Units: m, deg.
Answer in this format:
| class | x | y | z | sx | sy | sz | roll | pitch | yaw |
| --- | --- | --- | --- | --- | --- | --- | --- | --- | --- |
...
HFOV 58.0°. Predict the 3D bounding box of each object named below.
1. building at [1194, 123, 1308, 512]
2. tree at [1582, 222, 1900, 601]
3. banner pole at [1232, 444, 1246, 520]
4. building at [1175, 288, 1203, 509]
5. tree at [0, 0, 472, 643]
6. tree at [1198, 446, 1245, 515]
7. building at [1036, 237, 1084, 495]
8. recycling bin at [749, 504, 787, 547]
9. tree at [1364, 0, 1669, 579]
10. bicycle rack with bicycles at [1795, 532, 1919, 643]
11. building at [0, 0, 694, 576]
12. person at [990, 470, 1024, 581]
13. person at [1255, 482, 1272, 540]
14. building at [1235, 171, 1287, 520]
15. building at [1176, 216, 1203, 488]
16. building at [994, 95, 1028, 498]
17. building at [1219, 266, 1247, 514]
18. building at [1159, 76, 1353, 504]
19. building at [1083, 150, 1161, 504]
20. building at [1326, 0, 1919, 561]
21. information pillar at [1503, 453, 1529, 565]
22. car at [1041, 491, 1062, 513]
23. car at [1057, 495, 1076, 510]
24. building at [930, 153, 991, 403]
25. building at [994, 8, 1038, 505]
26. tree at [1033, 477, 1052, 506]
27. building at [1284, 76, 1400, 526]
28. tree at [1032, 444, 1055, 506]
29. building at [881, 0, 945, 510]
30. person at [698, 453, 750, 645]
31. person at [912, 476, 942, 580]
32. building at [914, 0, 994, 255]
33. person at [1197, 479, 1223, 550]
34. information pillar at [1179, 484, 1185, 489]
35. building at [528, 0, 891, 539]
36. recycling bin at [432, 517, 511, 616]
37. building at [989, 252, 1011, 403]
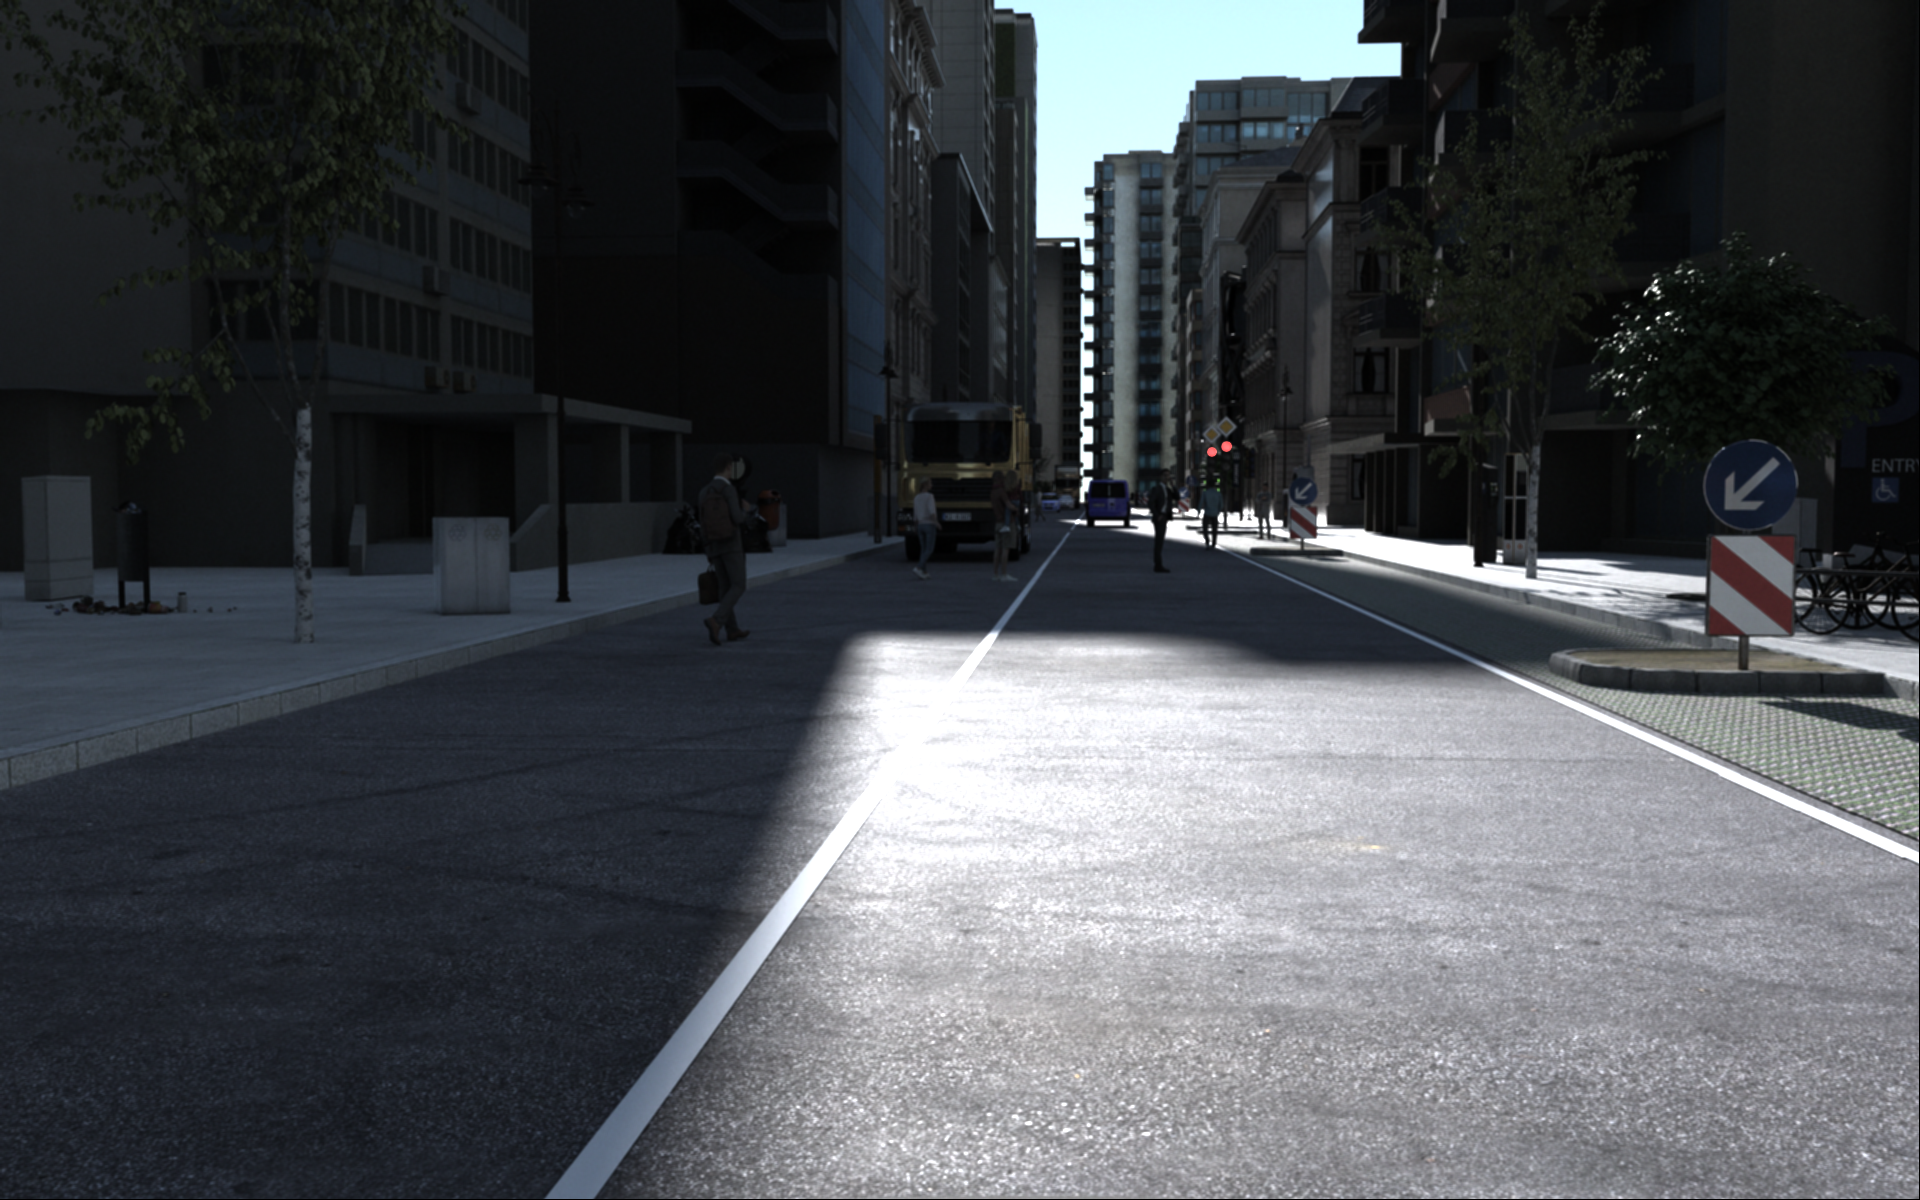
| class | x | y | z | sx | sy | sz | roll | pitch | yaw |
| --- | --- | --- | --- | --- | --- | --- | --- | --- | --- |
| building | 25.551 | -21.304 | 134.228 | 13.634 | 28.700 | 20.117 | 0 | 4 | 5 |
| tree | 9.387 | -2.289 | 21.147 | 4.285 | 4.588 | 4.351 | 0 | 3 | 0 |
| banner pole | 13.856 | -5.872 | 86.032 | 0.863 | 3.779 | 0.401 | 3 | 5 | 41 |
| building | 34.381 | -19.209 | 159.105 | 27.650 | 21.520 | 28.899 | 0 | 4 | 5 |
| tree | -5.845 | -3.946 | 14.883 | 4.737 | 8.622 | 4.395 | 0 | 3 | 0 |
| tree | 16.343 | -7.517 | 106.625 | 4.285 | 4.588 | 4.351 | 0 | 3 | 0 |
| building | 5.529 | -33.896 | 246.074 | 23.993 | 40.220 | 32.217 | 0 | 4 | 5 |
| recycling bin | -4.700 | -1.810 | 42.140 | 0.722 | 1.027 | 0.722 | 2 | 4 | 27 |
| tree | 8.617 | -4.647 | 26.344 | 4.737 | 8.622 | 4.395 | 0 | 3 | 0 |
| bicycle rack with bicycles | 8.546 | -0.146 | 15.765 | 2.852 | 0.926 | 2.925 | -3 | 4 | -36 |
| building | -22.792 | -21.011 | 35.415 | 32.217 | 40.220 | 23.993 | 0 | 4 | 5 |
| person | 0.752 | -1.225 | 28.510 | 0.580 | 1.828 | 0.573 | 1 | 4 | 16 |
| person | 9.481 | -2.777 | 54.089 | 0.511 | 1.800 | 0.466 | 1 | 4 | 18 |
| building | 20.721 | -13.952 | 92.743 | 10.561 | 19.102 | 19.286 | 0 | 4 | 5 |
| building | 29.714 | -25.055 | 181.349 | 14.160 | 30.474 | 14.107 | 0 | 4 | 5 |
| building | -0.561 | -29.975 | 173.684 | 14.154 | 41.232 | 14.086 | 0 | 4 | 5 |
| building | 25.813 | -15.203 | 116.022 | 16.820 | 18.784 | 16.811 | 0 | 4 | 5 |
| building | 36.258 | -35.655 | 202.572 | 23.786 | 49.044 | 30.456 | 0 | 4 | 5 |
| building | 32.456 | -37.944 | 239.995 | 30.456 | 49.044 | 23.786 | 0 | 4 | 5 |
| building | 22.465 | -23.864 | 44.793 | 22.147 | 44.769 | 28.867 | 0 | 4 | 5 |
| information pillar | 10.041 | -1.640 | 31.299 | 0.304 | 2.012 | 0.304 | -1 | 4 | -21 |
| car | 6.942 | -7.656 | 134.761 | 1.945 | 1.707 | 3.694 | 0 | 4 | 4 |
| car | 9.421 | -8.820 | 156.573 | 2.083 | 1.381 | 4.827 | 0 | 4 | 4 |
| building | -6.014 | -17.846 | 110.853 | 14.314 | 24.678 | 30.058 | 0 | 4 | 5 |
| building | -4.853 | -40.909 | 210.857 | 28.212 | 58.520 | 21.231 | 0 | 4 | 5 |
| tree | 8.683 | -11.961 | 190.160 | 1.663 | 3.219 | 1.824 | 0 | 3 | 0 |
| building | 24.361 | -12.808 | 74.039 | 19.286 | 19.102 | 10.561 | 0 | 4 | 5 |
| tree | 7.844 | -14.374 | 185.383 | 4.360 | 8.622 | 3.978 | 0 | 3 | 0 |
| building | -8.573 | -18.117 | 83.610 | 14.401 | 28.519 | 23.554 | 0 | 4 | 5 |
| person | -2.299 | -0.505 | 16.713 | 0.622 | 1.834 | 0.822 | 2 | 4 | 32 |
| person | -0.589 | -1.218 | 29.080 | 0.731 | 1.740 | 0.598 | 3 | 4 | 36 |
| building | -5.164 | -43.885 | 155.765 | 20.563 | 71.187 | 20.611 | 0 | 4 | 5 |
| person | 6.459 | -2.210 | 44.651 | 0.660 | 1.820 | 0.620 | -1 | 4 | -8 |
| information pillar | 16.247 | -7.486 | 126.883 | 0.304 | 2.012 | 0.304 | -1 | 4 | -18 |
| building | -10.113 | -24.783 | 55.308 | 14.200 | 45.320 | 14.600 | 0 | 4 | 5 |
| recycling bin | -5.278 | -0.376 | 18.702 | 0.722 | 1.027 | 0.722 | -2 | 4 | -23 |
| building | -1.430 | -17.478 | 134.915 | 9.793 | 20.994 | 18.267 | 0 | 4 | 5 |
